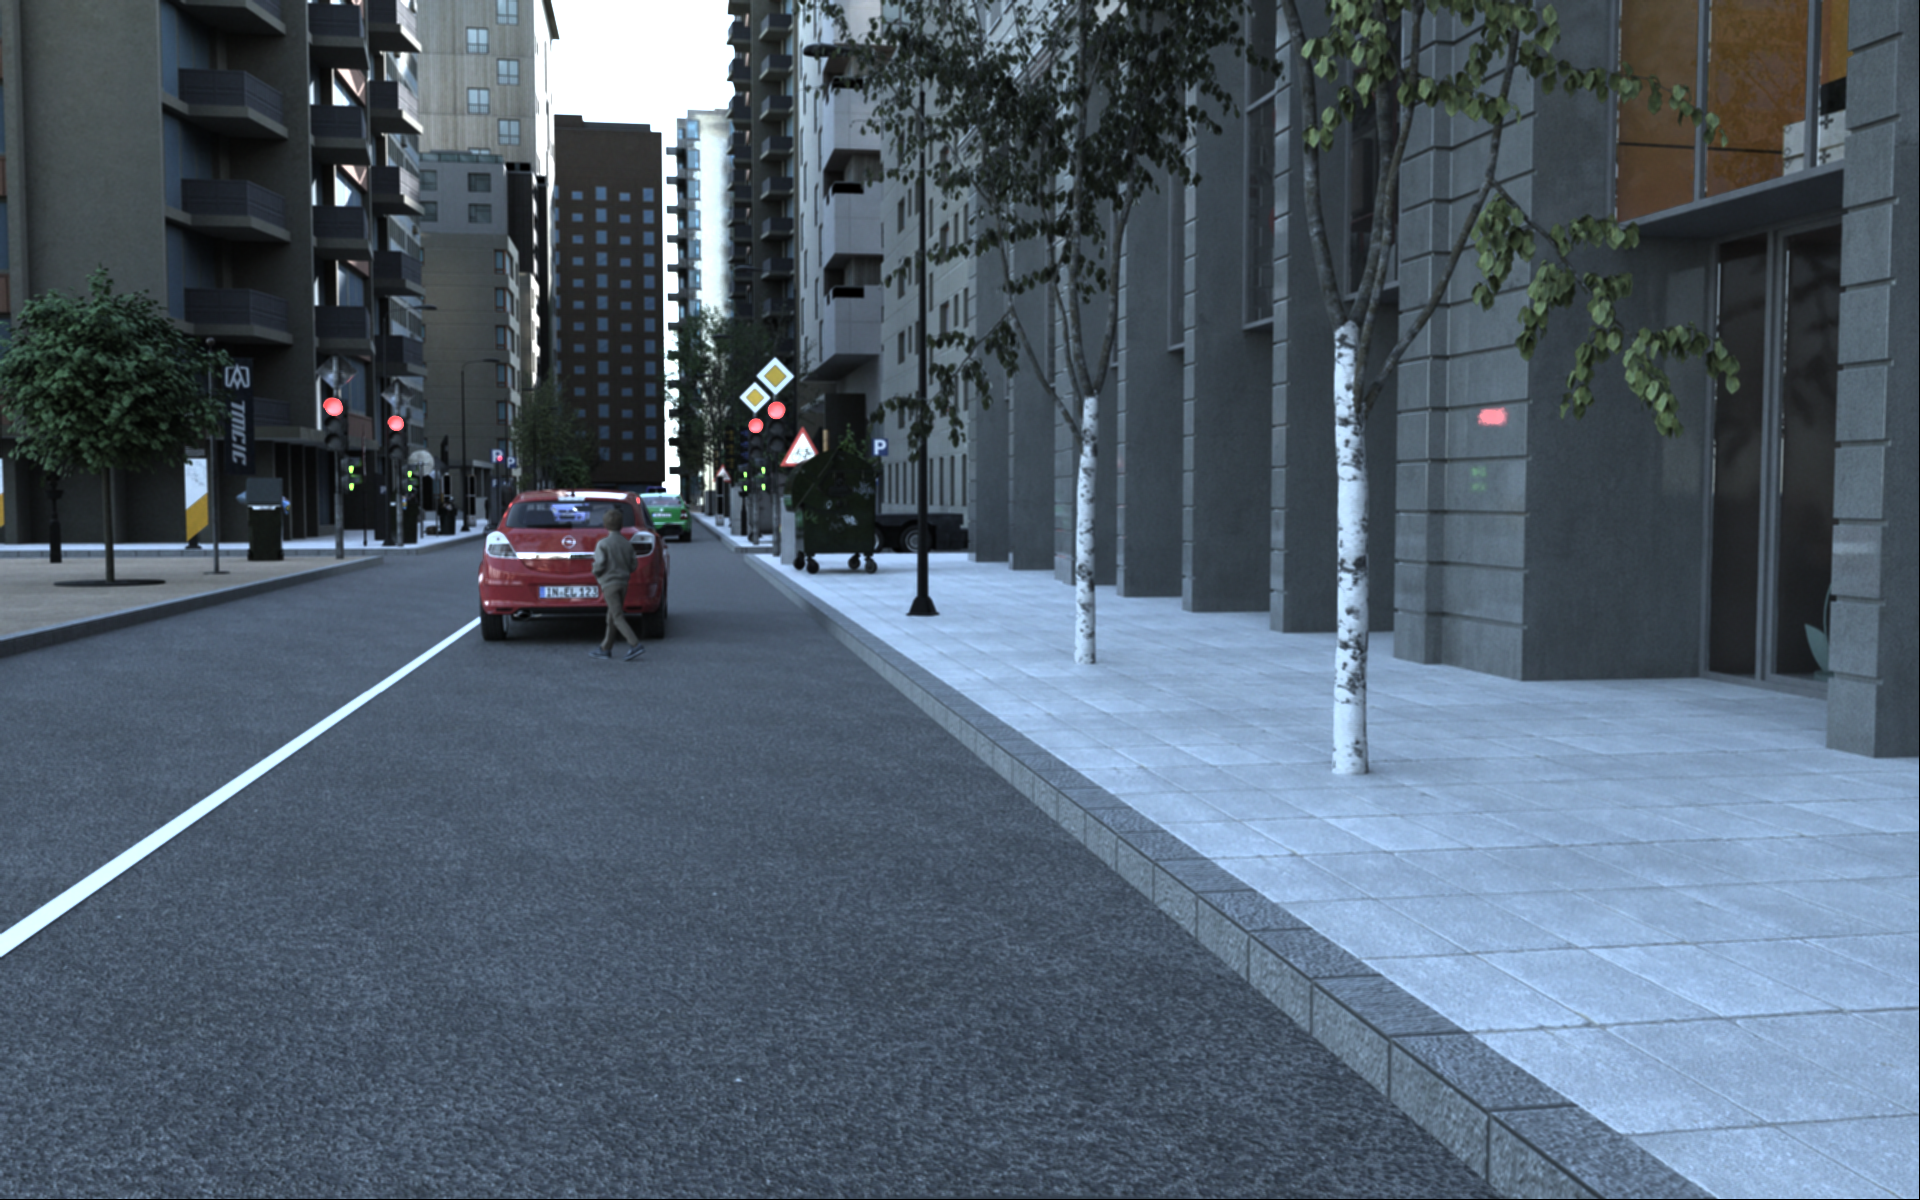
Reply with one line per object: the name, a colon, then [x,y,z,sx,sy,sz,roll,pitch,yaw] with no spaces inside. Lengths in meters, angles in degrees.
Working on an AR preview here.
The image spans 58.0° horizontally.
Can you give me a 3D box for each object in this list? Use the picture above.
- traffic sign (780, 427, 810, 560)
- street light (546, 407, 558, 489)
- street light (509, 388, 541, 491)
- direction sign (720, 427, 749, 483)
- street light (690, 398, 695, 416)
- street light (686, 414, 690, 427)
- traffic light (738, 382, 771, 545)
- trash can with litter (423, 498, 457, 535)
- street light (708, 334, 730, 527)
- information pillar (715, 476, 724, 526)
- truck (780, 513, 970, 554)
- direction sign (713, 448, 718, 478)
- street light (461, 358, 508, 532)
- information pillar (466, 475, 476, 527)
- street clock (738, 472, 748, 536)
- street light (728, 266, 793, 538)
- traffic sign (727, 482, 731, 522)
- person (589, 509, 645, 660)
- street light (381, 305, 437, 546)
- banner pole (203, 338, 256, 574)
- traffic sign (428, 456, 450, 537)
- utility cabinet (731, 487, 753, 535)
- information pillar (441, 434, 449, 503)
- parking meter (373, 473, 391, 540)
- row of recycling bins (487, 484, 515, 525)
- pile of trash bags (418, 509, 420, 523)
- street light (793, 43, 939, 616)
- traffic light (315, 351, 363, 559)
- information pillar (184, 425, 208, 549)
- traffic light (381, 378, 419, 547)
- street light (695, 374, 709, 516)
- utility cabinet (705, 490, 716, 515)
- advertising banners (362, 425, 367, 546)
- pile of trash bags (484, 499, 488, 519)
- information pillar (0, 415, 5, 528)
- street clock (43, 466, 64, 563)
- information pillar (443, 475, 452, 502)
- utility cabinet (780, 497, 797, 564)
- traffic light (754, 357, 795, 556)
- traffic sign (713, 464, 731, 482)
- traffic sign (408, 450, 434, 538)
traffic sign: [-3.035,-2.048,33.495,0.884,2.594,0.081,0,4,-7]
street light: [-22.145,-7.334,92.458,1.470,5.913,1.316,-1,4,-10]
street light: [-19.319,-6.322,75.913,1.470,5.913,1.316,-1,4,-10]
direction sign: [-7.530,-4.072,58.571,0.876,3.537,0.379,-2,4,-31]
street light: [-12.180,-6.805,83.808,1.470,5.913,1.316,-1,4,-10]
street light: [-15.100,-7.848,100.848,1.470,5.913,1.316,-1,4,-10]
traffic light: [-5.148,-3.334,43.437,0.839,4.253,0.868,-1,4,-10]
trash can with litter: [-16.243,-2.611,54.071,1.055,1.170,0.624,1,4,10]
street light: [-6.497,-4.773,50.577,1.470,5.913,1.316,-1,4,-10]
information pillar: [-9.742,-4.019,70.207,0.304,2.012,0.304,-1,4,-17]
truck: [5.217,-3.105,40.529,18.799,4.110,2.967,-1,4,-9]
direction sign: [-11.953,-5.756,86.111,0.379,3.537,0.876,2,4,34]
street light: [-16.448,-5.310,59.364,1.470,5.913,1.316,-1,4,-10]
information pillar: [-19.186,-3.878,67.895,0.304,2.012,0.304,-3,5,-43]
street clock: [-6.649,-2.979,53.270,0.358,2.002,0.471,0,4,-7]
street light: [-3.918,-3.852,35.528,1.470,5.913,1.316,-1,4,-10]
traffic sign: [-10.700,-4.923,80.604,0.768,2.556,0.104,0,4,-8]
person: [-2.993,-0.135,14.972,0.640,1.303,0.475,2,4,25]
street light: [-13.523,-4.282,42.556,1.470,5.913,1.316,-1,4,-10]
banner pole: [-11.794,-2.320,27.941,0.863,3.779,0.401,-2,4,-29]
traffic sign: [-15.794,-3.124,52.266,0.795,2.450,0.064,0,4,-7]
utility cabinet: [-6.578,-2.784,54.193,1.173,1.500,0.318,-2,4,-31]
information pillar: [-20.141,-4.673,67.758,0.183,3.616,0.504,0,4,8]
parking meter: [-16.034,-2.591,48.067,0.399,1.863,0.255,-3,5,-43]
row of recycling bins: [-19.244,-4.004,72.574,1.069,1.692,3.534,-1,4,-10]
pile of trash bags: [-26.001,-4.159,77.745,3.447,1.369,1.912,-1,4,-20]
street light: [-0.929,-2.787,18.113,1.470,5.913,1.316,-1,4,-10]
traffic light: [-12.238,-2.764,34.112,0.839,4.253,0.868,-1,4,-10]
information pillar: [-17.819,-2.997,40.354,0.504,3.616,0.183,-1,4,-16]
traffic light: [-13.584,-3.245,41.983,0.839,4.253,0.868,-1,4,-10]
street light: [-9.395,-5.793,67.256,1.470,5.913,1.316,-1,4,-10]
utility cabinet: [-14.887,-5.783,103.227,0.318,1.500,1.173,1,4,13]
advertising banners: [-14.868,-2.877,43.226,0.090,3.025,2.074,-1,4,-18]
pile of trash bags: [-23.167,-4.781,87.921,1.912,1.369,3.447,-2,4,-23]
information pillar: [-22.572,-2.995,40.319,0.504,3.616,0.183,-1,4,-20]
street clock: [-16.876,-1.694,32.270,0.358,2.002,0.471,-2,4,-26]
information pillar: [-19.374,-3.730,65.480,0.304,2.012,0.304,-1,4,-14]
utility cabinet: [-3.163,-1.281,32.101,0.306,1.237,1.020,0,4,-5]
traffic light: [-3.802,-2.853,35.566,0.839,4.253,0.868,-1,4,-10]
traffic sign: [-10.141,-4.535,74.151,0.884,2.594,0.081,0,4,-8]
traffic sign: [-15.565,-3.053,50.030,0.768,2.556,0.104,0,4,-1]
